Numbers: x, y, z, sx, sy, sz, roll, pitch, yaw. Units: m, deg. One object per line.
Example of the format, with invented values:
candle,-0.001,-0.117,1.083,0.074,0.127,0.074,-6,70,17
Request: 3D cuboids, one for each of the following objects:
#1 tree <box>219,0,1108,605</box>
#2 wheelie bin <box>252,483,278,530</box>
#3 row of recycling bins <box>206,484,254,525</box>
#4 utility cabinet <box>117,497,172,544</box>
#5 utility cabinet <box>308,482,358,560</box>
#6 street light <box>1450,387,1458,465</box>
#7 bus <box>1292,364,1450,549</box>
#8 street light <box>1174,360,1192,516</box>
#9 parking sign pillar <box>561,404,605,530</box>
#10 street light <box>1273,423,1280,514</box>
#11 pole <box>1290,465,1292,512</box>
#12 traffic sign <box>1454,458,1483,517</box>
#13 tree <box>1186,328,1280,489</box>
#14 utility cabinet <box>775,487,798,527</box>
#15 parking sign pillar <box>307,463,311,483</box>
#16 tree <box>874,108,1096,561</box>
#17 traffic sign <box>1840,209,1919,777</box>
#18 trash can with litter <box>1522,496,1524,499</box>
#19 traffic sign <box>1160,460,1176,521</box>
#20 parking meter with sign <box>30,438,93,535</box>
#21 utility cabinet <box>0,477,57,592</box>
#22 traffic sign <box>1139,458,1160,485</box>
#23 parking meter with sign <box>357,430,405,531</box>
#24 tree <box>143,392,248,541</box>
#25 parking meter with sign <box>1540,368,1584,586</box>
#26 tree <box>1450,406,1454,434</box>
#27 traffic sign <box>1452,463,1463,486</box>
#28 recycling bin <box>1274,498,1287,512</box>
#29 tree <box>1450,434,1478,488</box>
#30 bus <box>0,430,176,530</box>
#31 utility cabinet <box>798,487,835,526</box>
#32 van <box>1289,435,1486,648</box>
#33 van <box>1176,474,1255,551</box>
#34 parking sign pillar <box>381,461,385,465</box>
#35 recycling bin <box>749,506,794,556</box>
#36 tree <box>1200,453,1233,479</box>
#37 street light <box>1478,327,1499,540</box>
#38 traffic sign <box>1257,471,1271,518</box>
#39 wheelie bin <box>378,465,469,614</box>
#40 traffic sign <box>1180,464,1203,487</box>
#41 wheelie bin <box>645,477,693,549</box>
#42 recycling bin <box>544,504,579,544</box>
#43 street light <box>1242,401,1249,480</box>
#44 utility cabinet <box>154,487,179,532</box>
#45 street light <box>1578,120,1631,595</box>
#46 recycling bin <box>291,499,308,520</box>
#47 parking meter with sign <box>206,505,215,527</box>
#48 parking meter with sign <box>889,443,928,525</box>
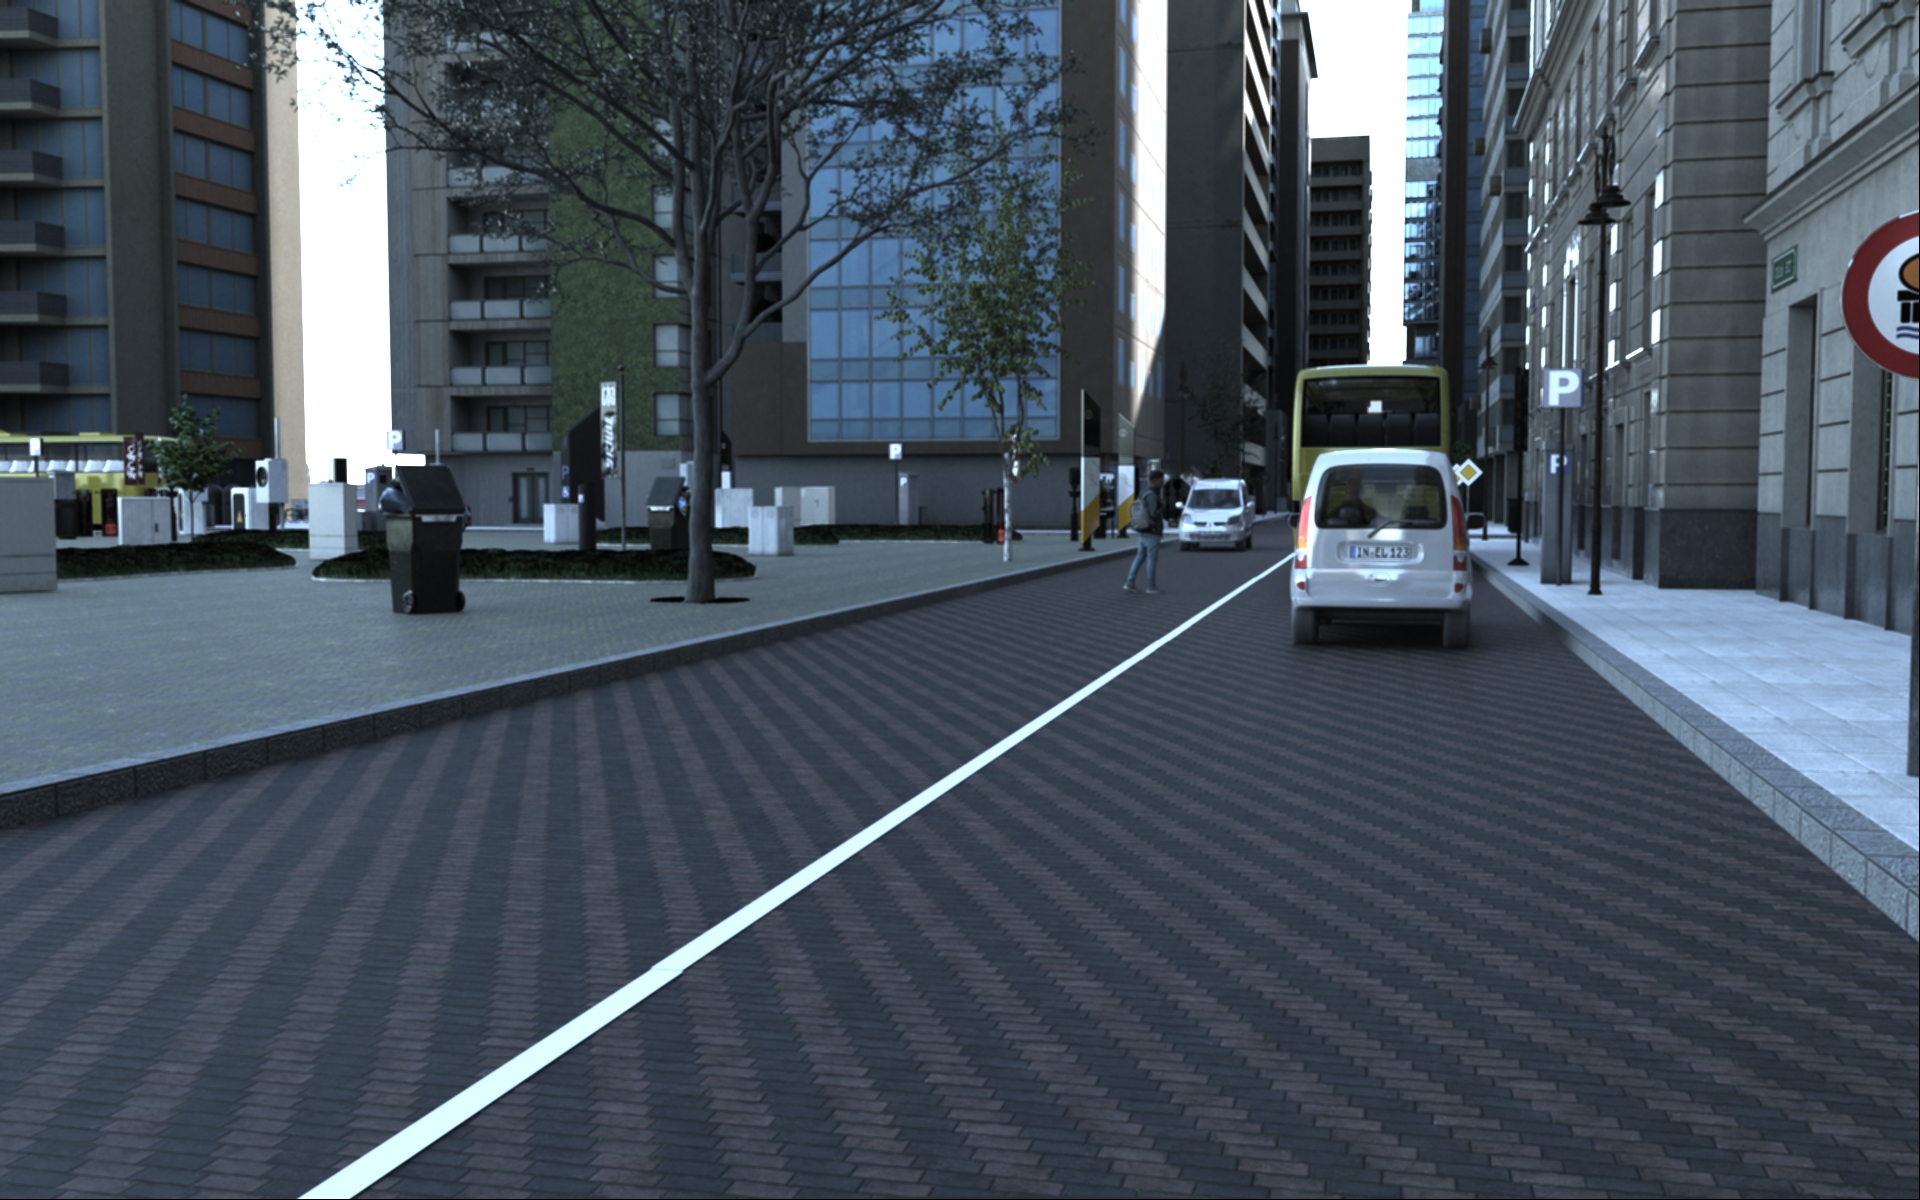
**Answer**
tree,-2.953,-6.722,20.276,12.009,13.543,11.850,0,3,0
wheelie bin,-20.137,-2.584,50.151,0.693,1.594,0.980,2,4,27
row of recycling bins,-30.302,-3.926,71.300,3.534,1.692,1.069,0,4,4
utility cabinet,-17.686,-1.616,37.588,1.020,1.237,0.306,-3,5,-43
utility cabinet,-12.057,-1.508,33.329,1.173,1.500,0.318,3,4,37
street light,21.340,-6.267,75.252,0.468,5.910,1.993,1,4,14
bus,8.194,-2.617,34.332,2.896,3.916,12.252,1,4,14
street light,7.697,-5.327,59.878,0.468,5.910,1.993,1,4,14
parking sign pillar,-11.223,-3.856,51.519,1.447,3.967,1.447,3,4,39
street light,20.481,-8.531,112.262,0.468,5.910,1.993,1,4,14
pole,23.308,-7.813,121.580,0.158,3.312,0.155,0,3,0
traffic sign,14.249,-2.749,48.592,0.795,2.450,0.064,1,4,14
tree,11.752,-7.710,76.415,4.360,8.622,3.978,0,3,0
utility cabinet,-5.292,-2.744,53.545,0.318,1.500,1.173,2,4,27
parking sign pillar,-39.647,-7.093,104.439,1.447,3.967,1.447,1,4,9
tree,0.746,-5.036,32.699,4.737,8.622,4.395,0,3,0
traffic sign,4.356,-0.471,7.806,0.768,2.556,0.104,1,4,18
trash can with litter,29.944,-4.921,91.518,2.233,1.210,1.678,-1,4,-21
traffic sign,5.905,-2.875,50.650,0.795,2.450,0.064,1,4,14
parking meter with sign,-28.330,-3.572,54.668,0.543,3.016,1.738,2,4,28
utility cabinet,-12.384,-0.842,22.441,0.318,1.500,1.173,2,4,35
traffic sign,5.376,-2.884,49.288,0.606,2.300,0.079,1,4,20
parking meter with sign,-15.622,-3.069,46.444,0.543,3.016,1.738,1,4,18
tree,-14.772,-2.351,33.047,1.663,3.219,1.824,0,3,0
parking meter with sign,8.616,-1.752,24.903,0.543,3.016,1.738,1,4,17
tree,33.110,-10.630,124.163,4.737,8.622,4.395,0,3,0
traffic sign,16.149,-3.224,56.349,0.795,2.450,0.064,1,4,14
recycling bin,23.394,-6.956,126.290,0.722,1.027,0.722,2,4,35
tree,26.162,-6.667,92.716,4.285,4.588,4.351,0,3,0
bus,-35.129,-4.475,64.716,12.252,3.916,2.896,1,4,14
utility cabinet,-4.284,-2.660,52.170,1.173,1.500,0.318,3,5,40
van,4.331,-0.652,17.677,2.013,2.044,4.112,1,4,15
van,6.658,-2.315,44.855,2.013,2.044,4.112,1,4,13
parking sign pillar,-47.794,-9.473,143.358,1.447,3.967,1.447,-3,5,-42
recycling bin,-3.925,-1.436,36.038,0.722,1.027,0.722,1,4,22
tree,11.814,-5.282,80.969,1.663,3.219,1.824,0,3,0
street light,14.628,-4.606,48.091,0.468,5.910,1.993,1,4,14
traffic sign,16.608,-5.789,94.755,0.768,2.556,0.104,1,4,21
wheelie bin,-5.837,-0.664,18.764,0.693,1.594,0.980,3,5,42
traffic sign,7.806,-3.350,58.407,0.795,2.450,0.064,1,4,14
wheelie bin,-5.279,-1.440,31.446,0.980,1.594,0.693,2,4,25
recycling bin,-10.250,-1.960,44.593,0.722,1.027,0.722,-3,4,-36
street light,14.095,-6.929,86.069,0.468,5.910,1.993,1,4,14
utility cabinet,-25.834,-2.955,56.991,1.173,1.500,0.318,-1,4,-11
street light,8.106,-3.006,21.931,0.468,5.910,1.993,1,4,14
recycling bin,-32.881,-4.523,86.498,0.722,1.027,0.722,1,4,16
parking meter with sign,-29.764,-4.326,66.986,1.738,3.016,0.543,0,4,2
parking meter with sign,-1.755,-3.925,60.432,0.543,3.016,1.738,2,4,32
